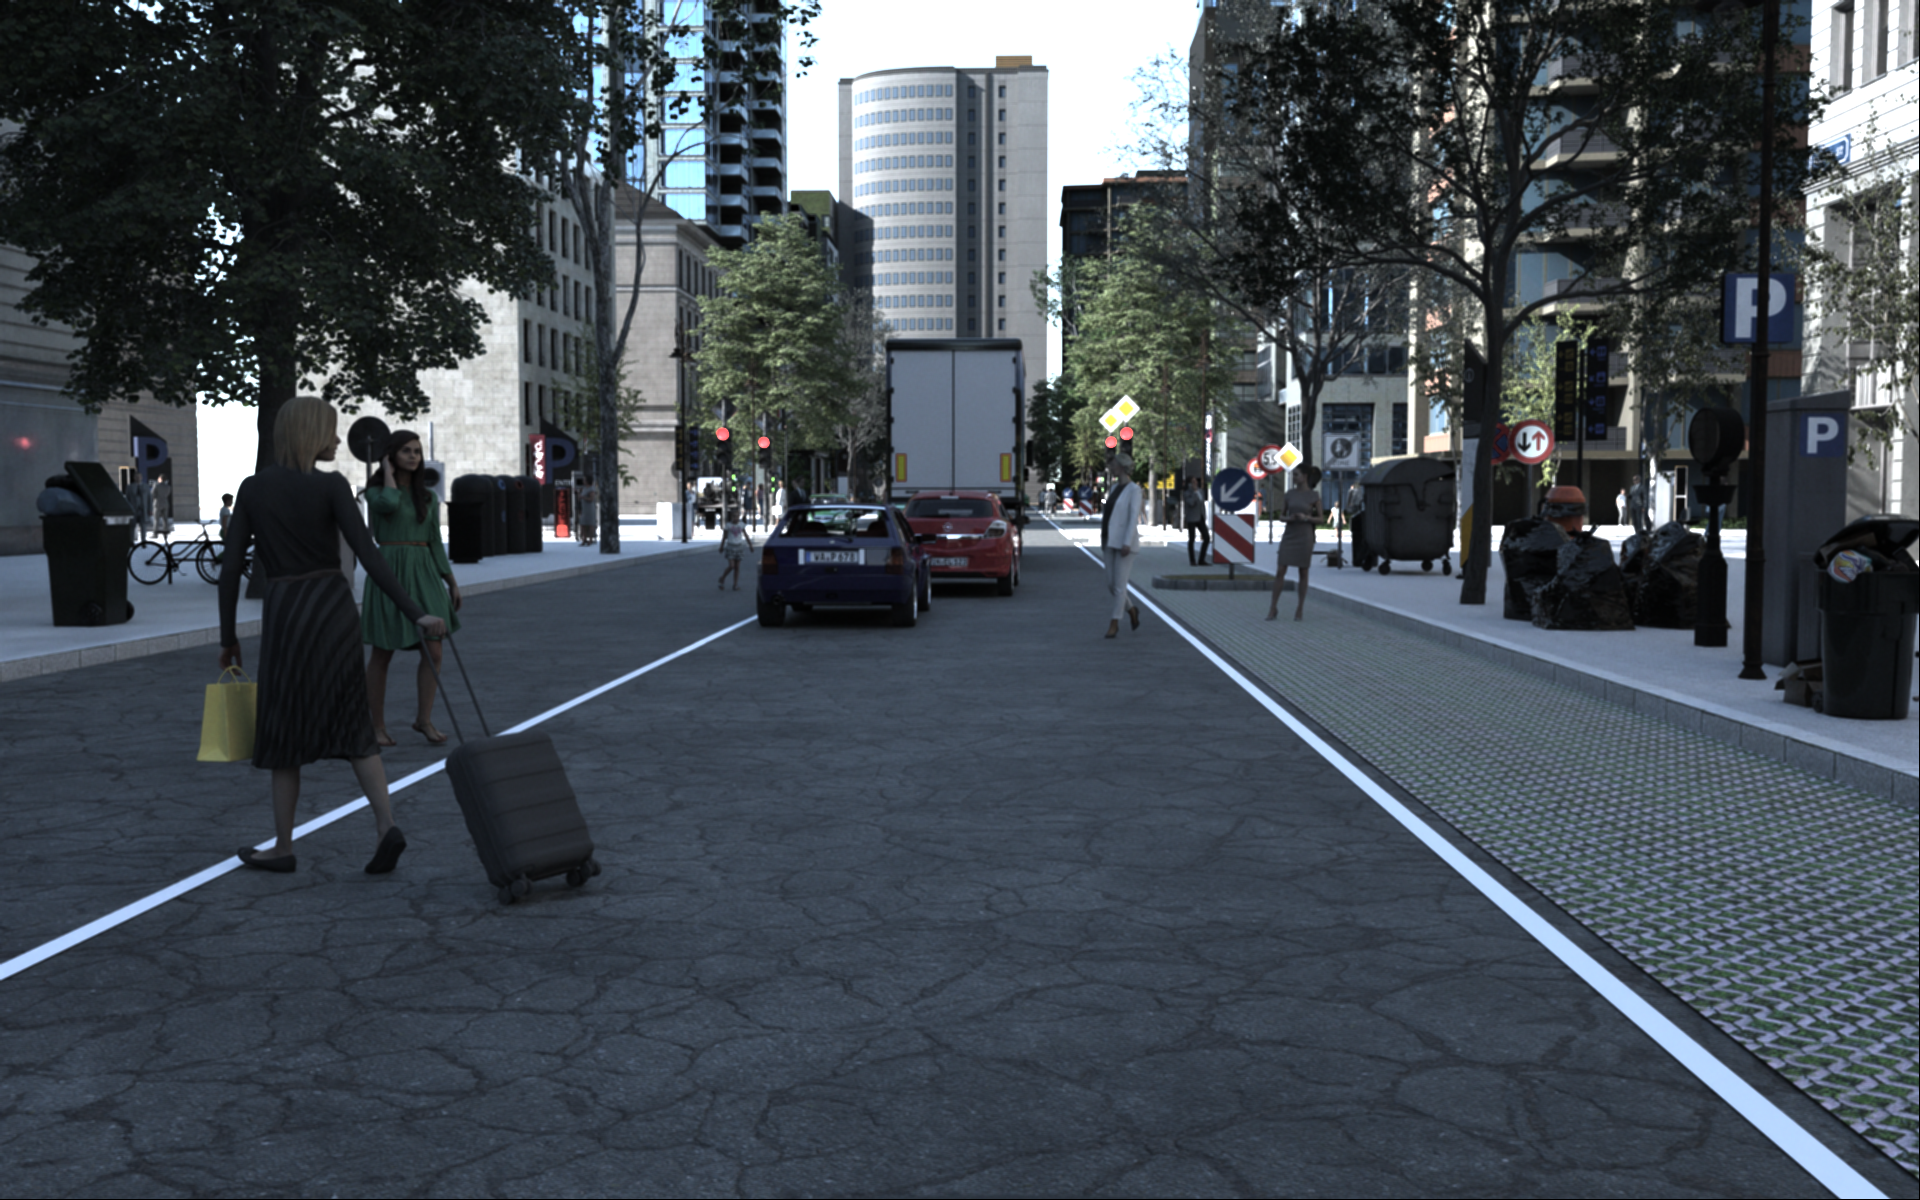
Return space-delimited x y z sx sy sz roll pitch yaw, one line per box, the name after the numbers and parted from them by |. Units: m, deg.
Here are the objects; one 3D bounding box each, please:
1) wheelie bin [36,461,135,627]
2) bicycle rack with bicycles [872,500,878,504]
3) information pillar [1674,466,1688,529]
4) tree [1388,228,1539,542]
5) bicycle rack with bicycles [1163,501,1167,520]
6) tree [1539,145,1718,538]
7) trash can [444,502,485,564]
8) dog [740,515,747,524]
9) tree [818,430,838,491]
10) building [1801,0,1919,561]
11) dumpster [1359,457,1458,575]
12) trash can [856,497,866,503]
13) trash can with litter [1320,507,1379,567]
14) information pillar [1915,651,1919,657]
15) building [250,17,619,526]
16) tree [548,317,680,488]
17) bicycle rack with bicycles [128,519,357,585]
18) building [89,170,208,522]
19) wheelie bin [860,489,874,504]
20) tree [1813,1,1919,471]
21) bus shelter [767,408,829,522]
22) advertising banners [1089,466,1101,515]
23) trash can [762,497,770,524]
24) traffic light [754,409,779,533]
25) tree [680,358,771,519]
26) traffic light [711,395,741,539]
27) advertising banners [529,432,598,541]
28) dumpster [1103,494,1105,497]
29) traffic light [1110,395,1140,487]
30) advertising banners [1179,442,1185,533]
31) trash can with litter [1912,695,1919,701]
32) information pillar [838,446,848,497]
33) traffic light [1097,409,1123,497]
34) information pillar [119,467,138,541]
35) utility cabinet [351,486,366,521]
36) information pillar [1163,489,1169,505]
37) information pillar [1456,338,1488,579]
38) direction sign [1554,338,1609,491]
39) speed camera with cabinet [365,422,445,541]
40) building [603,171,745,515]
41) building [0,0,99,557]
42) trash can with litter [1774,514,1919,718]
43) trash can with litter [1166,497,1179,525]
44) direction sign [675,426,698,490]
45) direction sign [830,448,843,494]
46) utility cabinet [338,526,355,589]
-8.571 -0.554 16.959 0.693 1.594 0.980 0 4 2 | wheelie bin
-6.376 -7.128 129.921 2.925 0.926 2.852 -1 4 -16 | bicycle rack with bicycles
18.885 -2.501 45.391 0.304 2.012 0.304 1 4 22 | information pillar
13.335 -5.844 45.908 4.360 8.622 3.978 0 3 0 | tree
10.399 -4.809 92.004 2.852 0.926 2.925 -1 4 -20 | bicycle rack with bicycles
15.283 -5.325 37.424 4.360 8.622 3.978 0 3 0 | tree
-9.193 -1.255 32.172 0.748 1.137 0.748 0 3 0 | trash can
-9.353 -3.425 73.730 0.748 0.427 0.550 -2 4 -28 | dog
-10.811 -10.965 129.632 4.737 8.622 4.395 0 3 0 | tree
22.962 -14.933 21.651 11.434 29.767 29.804 0 4 2 | building
7.247 -1.361 28.010 1.264 1.857 1.865 0 4 2 | dumpster
-5.739 -5.428 100.403 0.748 1.137 0.748 0 3 0 | trash can
6.905 -1.169 30.506 1.055 1.170 0.624 0 4 8 | trash can with litter
7.777 -1.358 13.565 0.504 3.616 0.183 -2 4 -31 | information pillar
-22.274 -13.561 76.472 10.420 20.320 16.860 0 4 2 | building
-14.777 -7.404 71.425 4.737 8.622 4.395 0 3 0 | tree
-10.167 -0.732 25.347 2.925 0.926 2.852 1 4 9 | bicycle rack with bicycles
-47.699 -14.317 75.888 24.055 21.916 13.314 0 4 2 | building
-6.402 -6.792 118.964 0.980 1.594 0.693 -1 4 -11 | wheelie bin
14.264 -4.592 25.445 4.360 8.622 3.978 0 3 0 | tree
-7.822 -6.430 82.757 2.179 5.291 8.768 0 4 2 | bus shelter
8.462 -6.877 108.631 0.090 3.025 2.074 2 4 25 | advertising banners
-7.972 -3.765 73.210 0.748 1.137 0.748 0 3 0 | trash can
-6.422 -4.185 57.339 0.839 4.253 0.868 0 4 2 | traffic light
-12.681 -8.491 89.197 4.737 8.622 4.395 0 3 0 | tree
-6.685 -3.696 49.358 0.839 4.253 0.868 0 4 2 | traffic light
-11.528 -3.307 50.264 2.074 3.025 0.090 1 4 11 | advertising banners
11.501 -7.662 131.029 1.264 1.857 1.865 0 4 2 | dumpster
4.671 -3.675 49.001 0.839 4.253 0.868 0 4 2 | traffic light
7.439 -3.778 57.951 0.090 3.025 2.074 1 4 11 | advertising banners
7.130 0.008 10.922 2.233 1.210 1.678 1 4 17 | trash can with litter
-5.599 -5.595 82.835 0.504 3.616 0.183 -1 4 -12 | information pillar
4.934 -4.163 56.982 0.839 4.253 0.868 0 4 2 | traffic light
-22.690 -2.618 47.295 0.304 2.012 0.304 1 4 16 | information pillar
-16.955 -2.456 48.828 0.318 1.500 1.173 -2 4 -28 | utility cabinet
11.336 -5.552 95.264 0.304 2.012 0.304 1 4 15 | information pillar
7.687 -2.115 25.930 0.183 3.616 0.504 -1 4 -21 | information pillar
9.124 -2.049 25.490 0.379 3.537 0.876 -2 4 -35 | direction sign
-15.173 -3.242 47.339 2.038 3.252 0.660 -1 4 -9 | speed camera with cabinet
-21.343 -15.562 105.355 10.553 20.767 40.483 0 4 2 | building
-28.561 -11.334 34.457 18.267 20.994 9.793 0 4 2 | building
5.176 0.071 10.222 0.624 1.170 1.055 0 4 -4 | trash can with litter
8.985 -3.734 72.438 0.624 1.170 1.055 0 4 -7 | trash can with litter
-9.097 -4.020 57.716 0.876 3.537 0.379 -3 5 -41 | direction sign
-6.043 -5.688 84.989 0.876 3.537 0.379 3 5 41 | direction sign
-8.711 -0.753 23.473 1.020 1.237 0.306 1 4 23 | utility cabinet
